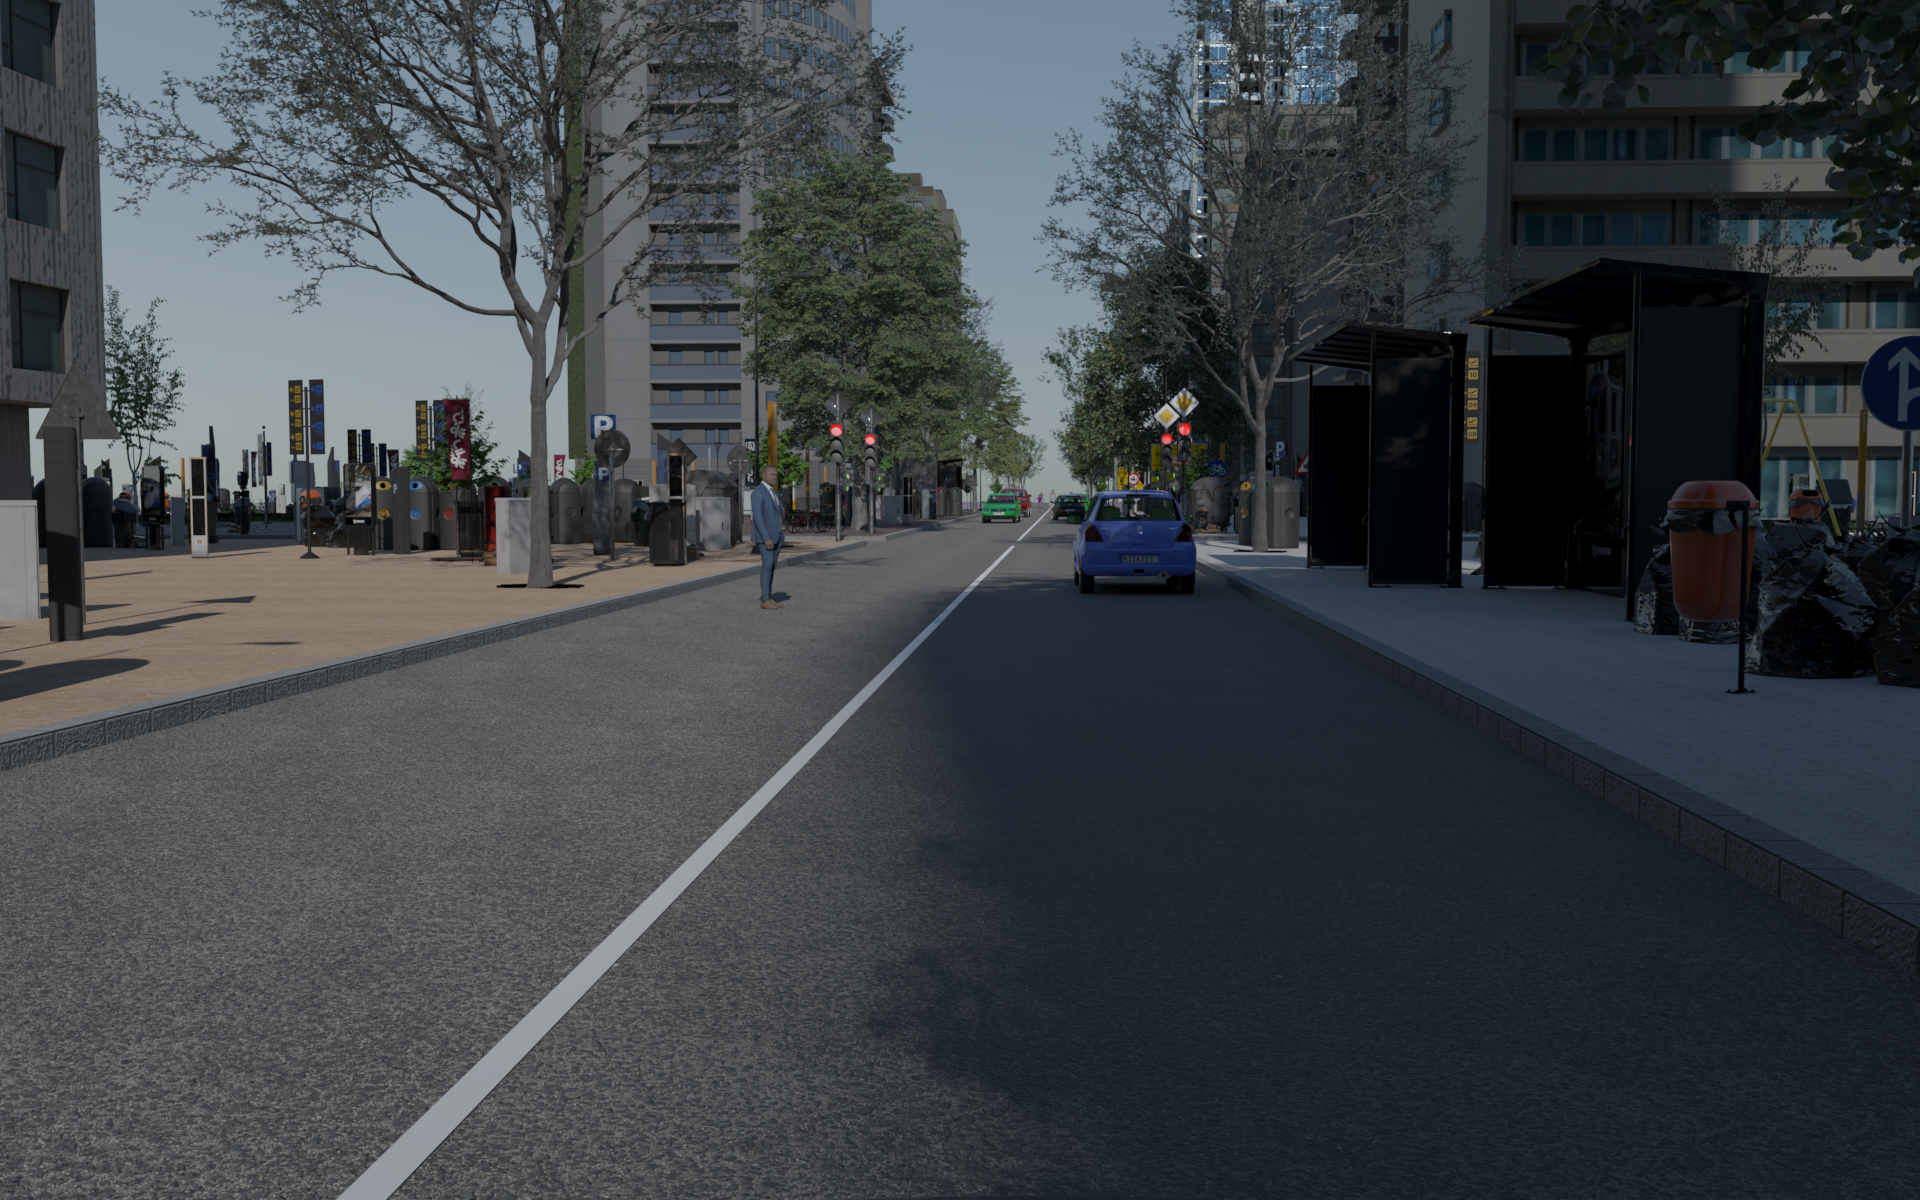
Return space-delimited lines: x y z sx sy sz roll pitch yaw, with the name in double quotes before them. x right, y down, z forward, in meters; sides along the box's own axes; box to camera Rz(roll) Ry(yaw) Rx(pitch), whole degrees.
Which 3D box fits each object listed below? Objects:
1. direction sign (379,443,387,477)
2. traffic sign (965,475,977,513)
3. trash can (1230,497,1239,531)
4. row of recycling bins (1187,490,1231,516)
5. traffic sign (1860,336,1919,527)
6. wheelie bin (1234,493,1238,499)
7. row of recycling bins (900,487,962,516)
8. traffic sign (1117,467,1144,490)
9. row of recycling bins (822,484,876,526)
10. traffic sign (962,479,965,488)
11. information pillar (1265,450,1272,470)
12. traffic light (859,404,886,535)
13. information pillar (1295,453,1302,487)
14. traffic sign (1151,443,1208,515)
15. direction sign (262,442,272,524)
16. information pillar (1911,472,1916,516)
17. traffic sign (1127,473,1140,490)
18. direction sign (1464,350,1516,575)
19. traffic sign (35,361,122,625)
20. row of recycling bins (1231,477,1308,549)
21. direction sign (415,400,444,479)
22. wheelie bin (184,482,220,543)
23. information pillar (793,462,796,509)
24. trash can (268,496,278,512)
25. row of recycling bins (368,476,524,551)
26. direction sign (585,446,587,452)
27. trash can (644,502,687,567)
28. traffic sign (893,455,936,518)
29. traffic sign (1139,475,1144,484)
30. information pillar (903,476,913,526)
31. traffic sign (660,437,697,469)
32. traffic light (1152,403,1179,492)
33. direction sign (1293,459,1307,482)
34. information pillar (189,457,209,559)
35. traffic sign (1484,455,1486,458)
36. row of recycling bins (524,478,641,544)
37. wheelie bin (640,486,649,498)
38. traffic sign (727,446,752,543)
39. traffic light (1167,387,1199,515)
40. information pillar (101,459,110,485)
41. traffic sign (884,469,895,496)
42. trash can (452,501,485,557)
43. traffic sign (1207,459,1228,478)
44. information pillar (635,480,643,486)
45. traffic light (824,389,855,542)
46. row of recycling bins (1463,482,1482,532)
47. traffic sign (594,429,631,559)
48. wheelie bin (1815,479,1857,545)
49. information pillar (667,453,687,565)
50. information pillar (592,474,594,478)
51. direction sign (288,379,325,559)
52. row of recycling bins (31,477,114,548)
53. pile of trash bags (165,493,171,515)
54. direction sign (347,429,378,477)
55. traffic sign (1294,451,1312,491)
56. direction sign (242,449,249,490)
"direction sign" -25.894 -5.197 76.974 0.876 3.537 0.379 -3 4 -36
"traffic sign" 0.720 -7.052 115.405 0.768 2.556 0.104 0 4 6
"trash can" 9.375 -2.798 57.402 0.748 1.137 0.748 0 3 0
"row of recycling bins" 15.177 -5.844 102.667 3.534 1.692 1.069 0 4 -6
"traffic sign" 7.672 -0.852 14.040 0.768 2.556 0.104 1 4 10
"wheelie bin" 15.457 -5.354 95.438 0.693 1.594 0.980 1 4 9
"row of recycling bins" -1.588 -5.753 101.179 3.534 1.692 1.069 1 4 10
"traffic sign" 12.789 -8.212 128.138 2.265 3.308 0.079 0 4 6
"row of recycling bins" -4.499 -3.872 70.424 1.069 1.692 3.534 -2 4 -32
"traffic sign" 0.066 -7.244 120.560 0.606 2.300 0.079 0 4 4
"information pillar" 16.402 -6.173 92.282 0.504 3.616 0.183 -2 4 -24
"traffic light" -2.762 -4.000 54.328 0.839 4.253 0.868 0 4 3
"information pillar" 19.311 -6.579 98.919 0.504 3.616 0.183 -3 5 -41
"traffic sign" 8.829 -4.646 69.838 2.265 3.308 0.079 1 4 8
"direction sign" -30.033 -5.076 74.989 0.379 3.537 0.876 1 4 11
"information pillar" 31.324 -3.220 57.135 0.304 2.012 0.304 2 4 25
"traffic sign" 10.337 -6.312 103.301 0.768 2.556 0.104 1 4 9
"direction sign" 8.305 -2.166 27.405 0.876 3.537 0.379 1 4 10
"traffic sign" -8.601 -1.034 16.904 0.884 2.594 0.081 0 4 5
"row of recycling bins" 7.543 -2.145 42.180 1.069 1.692 3.534 0 4 -2
"direction sign" -12.737 -3.043 41.755 0.876 3.537 0.379 1 4 22
"wheelie bin" -19.707 -2.269 45.008 0.980 1.594 0.693 2 4 32
"information pillar" -9.954 -6.900 104.172 0.183 3.616 0.504 1 4 10
"trash can" -42.746 -5.862 107.491 0.748 1.137 0.748 0 3 0
"row of recycling bins" -11.972 -1.996 39.744 3.534 1.692 1.069 0 4 6
"direction sign" -17.646 -5.495 81.833 0.379 3.537 0.876 0 4 -6
"trash can" -5.216 -1.167 30.742 0.748 1.137 0.748 0 3 0
"traffic sign" -2.384 -5.948 91.129 2.265 3.308 0.079 0 4 5
"traffic sign" 10.435 -5.930 97.055 0.768 2.556 0.104 0 4 5
"information pillar" -2.134 -4.048 70.683 0.304 2.012 0.304 2 4 27
"traffic sign" -5.723 -2.081 35.216 0.795 2.450 0.064 1 4 9
"traffic light" 6.384 -3.968 53.791 0.839 4.253 0.868 0 4 3
"direction sign" 21.972 -7.343 112.050 0.876 3.537 0.379 1 4 13
"information pillar" -15.155 -1.835 34.487 0.304 2.012 0.304 -1 4 -21
"traffic sign" 8.230 -1.573 25.719 0.884 2.594 0.081 1 4 13
"row of recycling bins" -9.814 -2.305 44.793 3.534 1.692 1.069 -3 5 -43
"wheelie bin" -12.557 -3.734 68.959 0.980 1.594 0.693 -1 4 -16
"traffic sign" -5.761 -2.774 45.465 0.768 2.556 0.104 1 4 9
"traffic light" 5.900 -3.480 45.821 0.839 4.253 0.868 0 4 3
"information pillar" -56.844 -7.575 115.202 0.504 3.616 0.183 -3 5 -43
"traffic sign" -3.470 -5.318 87.059 0.768 2.556 0.104 0 4 8
"trash can" -9.873 -1.428 35.007 0.748 1.137 0.748 0 3 0
"traffic sign" 9.256 -3.811 62.418 0.768 2.556 0.104 1 4 12
"information pillar" -16.692 -5.235 90.092 0.304 2.012 0.304 -3 5 -41
"traffic light" -3.245 -3.513 46.358 0.839 4.253 0.868 0 4 3
"row of recycling bins" 17.524 -3.281 60.765 1.069 1.692 3.534 0 4 -1
"traffic sign" -6.831 -2.072 33.987 0.768 2.556 0.104 1 4 13
"wheelie bin" 18.363 -1.754 36.586 0.980 1.594 0.693 0 4 6
"information pillar" -5.125 -1.644 31.378 0.304 2.012 0.304 0 4 -1
"information pillar" -13.170 -3.580 63.020 0.304 2.012 0.304 1 4 21
"direction sign" -12.925 -2.589 34.322 0.876 3.537 0.379 1 4 23
"row of recycling bins" -22.219 -2.115 41.697 3.534 1.692 1.069 0 4 -2
"pile of trash bags" -47.051 -5.666 102.387 1.912 1.369 3.447 -2 4 -29
"direction sign" -20.940 -4.187 60.454 0.876 3.537 0.379 1 4 10
"traffic sign" 9.382 -2.837 46.382 0.884 2.594 0.081 0 4 5
"direction sign" -36.203 -5.862 87.833 0.379 3.537 0.876 -3 5 -40
